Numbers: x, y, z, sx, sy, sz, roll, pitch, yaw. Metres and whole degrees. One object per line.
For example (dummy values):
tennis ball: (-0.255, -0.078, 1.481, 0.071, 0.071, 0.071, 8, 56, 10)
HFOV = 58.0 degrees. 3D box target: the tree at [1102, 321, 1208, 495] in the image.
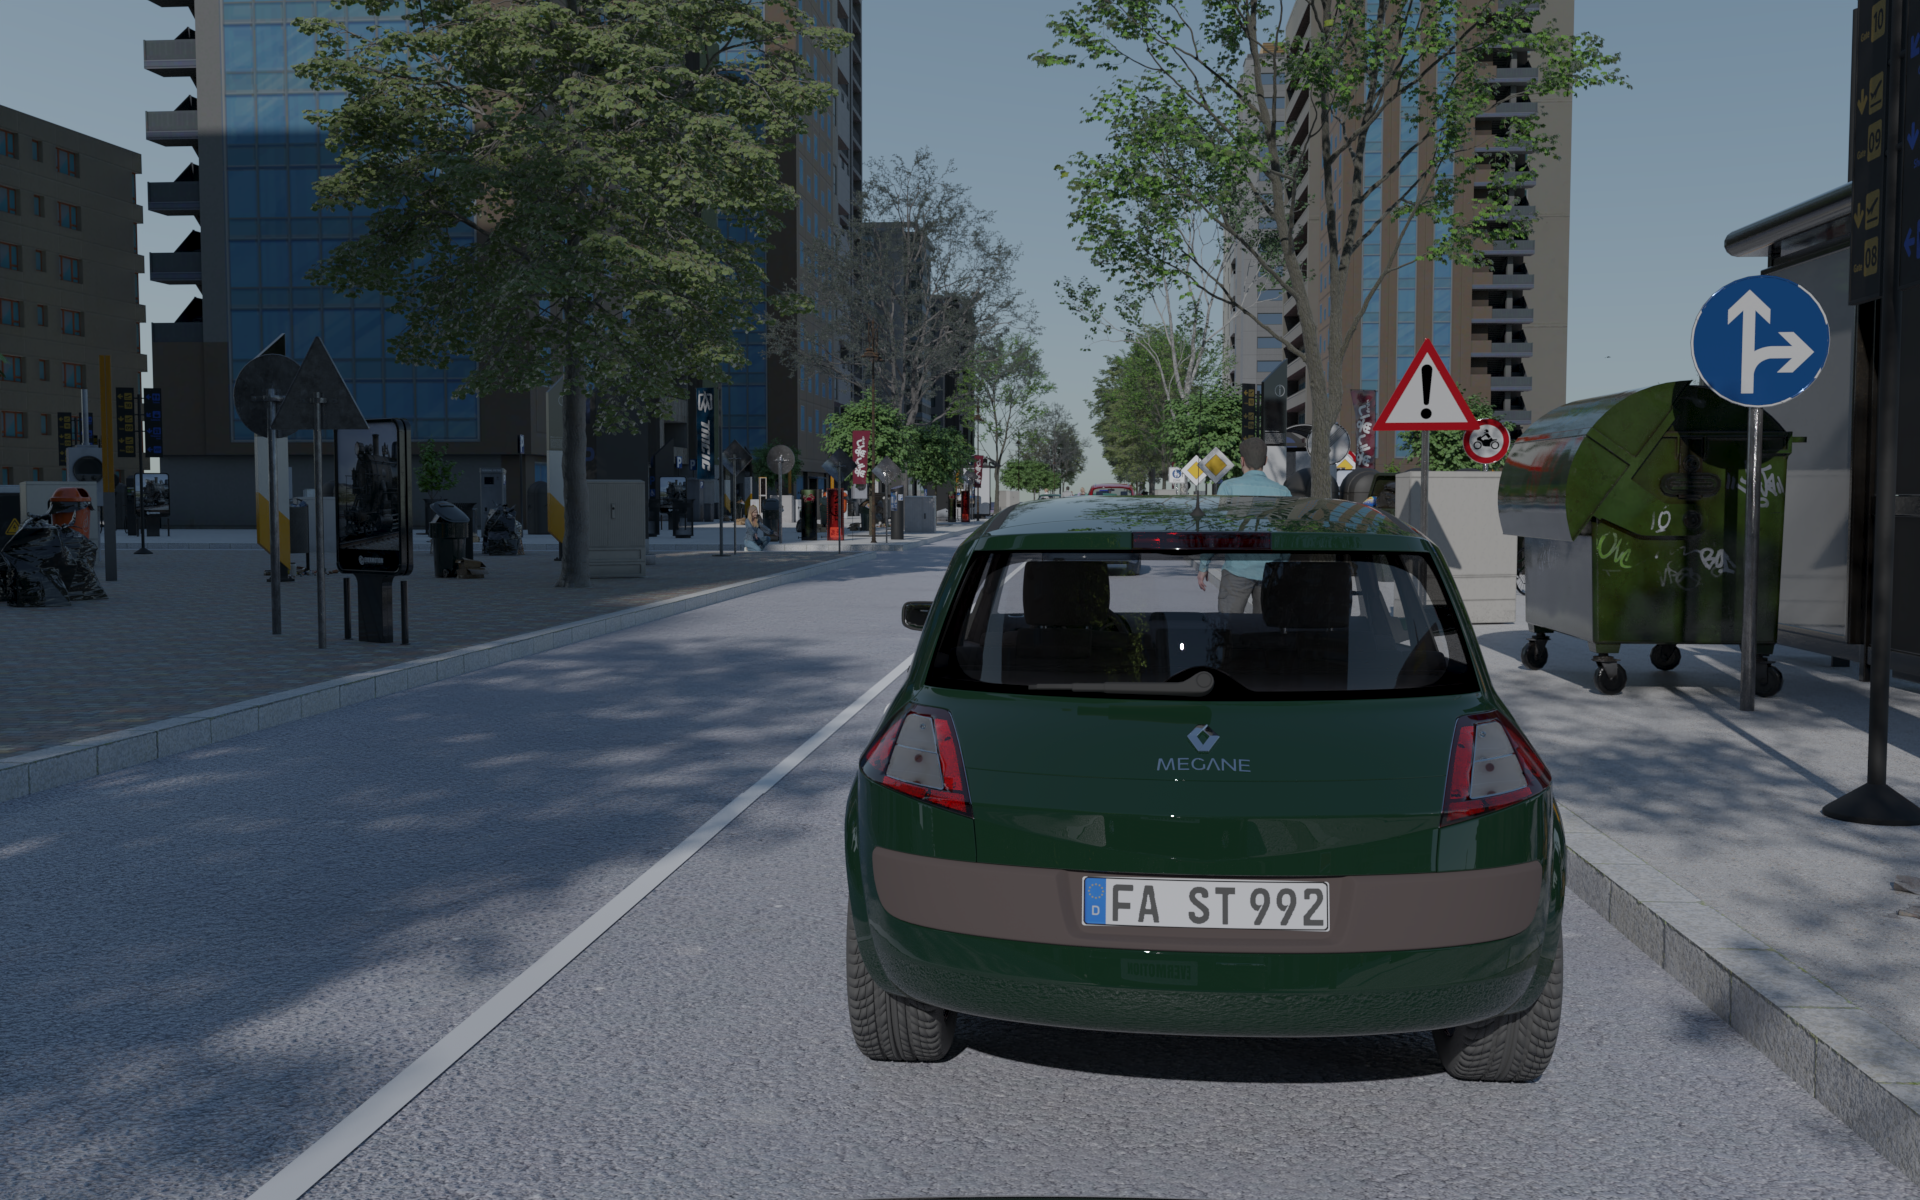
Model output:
tree: (13.174, -11.999, 114.316, 7.486, 12.596, 7.792, 0, 3, 0)

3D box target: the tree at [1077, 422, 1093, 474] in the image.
tree: (12.308, -19.409, 227.707, 12.009, 13.543, 11.850, 0, 3, 0)

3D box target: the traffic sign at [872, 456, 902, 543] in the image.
traffic sign: (-1.910, -2.537, 45.129, 0.795, 2.450, 0.064, 0, 4, 5)

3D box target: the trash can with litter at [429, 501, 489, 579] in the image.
trash can with litter: (-7.648, -0.929, 26.578, 1.055, 1.170, 0.624, 2, 4, 35)

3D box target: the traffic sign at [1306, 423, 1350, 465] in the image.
traffic sign: (6.507, -1.869, 30.671, 0.768, 2.556, 0.104, 0, 4, 7)

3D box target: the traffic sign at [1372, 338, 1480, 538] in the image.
traffic sign: (3.907, -0.891, 14.574, 0.884, 2.594, 0.081, 0, 4, 6)

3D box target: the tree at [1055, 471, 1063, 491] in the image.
tree: (6.154, -9.926, 145.996, 4.285, 4.588, 4.351, 0, 3, 0)

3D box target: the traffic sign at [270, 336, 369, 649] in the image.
traffic sign: (-5.298, -0.875, 14.315, 0.884, 2.594, 0.081, 1, 4, 10)

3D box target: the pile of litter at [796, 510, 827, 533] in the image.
pile of litter: (-4.942, -2.706, 58.201, 1.176, 0.858, 1.719, 1, 4, 21)

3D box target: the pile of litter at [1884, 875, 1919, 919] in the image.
pile of litter: (3.744, 0.533, 5.248, 1.719, 0.858, 1.176, 2, 4, 23)

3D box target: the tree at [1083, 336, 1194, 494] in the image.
tree: (14.463, -14.126, 137.609, 9.857, 13.997, 8.962, 0, 3, 0)

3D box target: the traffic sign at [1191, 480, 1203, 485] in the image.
traffic sign: (13.060, -5.845, 95.679, 0.768, 2.556, 0.104, 0, 4, 8)

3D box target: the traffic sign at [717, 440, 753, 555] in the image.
traffic sign: (-4.765, -2.170, 36.663, 0.795, 2.450, 0.064, 1, 4, 14)

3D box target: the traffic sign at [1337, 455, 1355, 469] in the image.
traffic sign: (10.786, -2.899, 48.579, 0.795, 2.450, 0.064, 1, 4, 10)

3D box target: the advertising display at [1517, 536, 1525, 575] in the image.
advertising display: (8.971, -1.370, 27.612, 0.123, 1.923, 0.974, 0, 4, -1)

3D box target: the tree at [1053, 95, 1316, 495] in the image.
tree: (10.660, -13.786, 81.295, 12.611, 20.169, 13.585, 0, 3, 0)

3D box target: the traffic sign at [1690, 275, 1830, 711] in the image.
traffic sign: (4.665, -0.616, 10.186, 0.768, 2.556, 0.104, 1, 4, 8)

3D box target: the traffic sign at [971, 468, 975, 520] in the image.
traffic sign: (0.589, -5.258, 86.081, 0.768, 2.556, 0.104, 0, 4, 5)

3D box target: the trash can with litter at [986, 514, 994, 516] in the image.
trash can with litter: (1.567, -5.457, 100.274, 1.678, 1.210, 2.233, 0, 4, 3)

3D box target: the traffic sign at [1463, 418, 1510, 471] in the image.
traffic sign: (8.837, -1.776, 29.149, 0.768, 2.556, 0.104, 1, 4, 11)

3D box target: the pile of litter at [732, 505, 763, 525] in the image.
pile of litter: (-8.858, -3.543, 71.890, 1.176, 0.858, 1.719, 3, 4, 37)

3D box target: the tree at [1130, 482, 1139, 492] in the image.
tree: (24.404, -15.384, 246.125, 1.663, 3.219, 1.824, 0, 3, 0)

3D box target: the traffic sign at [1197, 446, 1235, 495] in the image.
traffic sign: (5.379, -2.008, 36.479, 0.795, 2.450, 0.064, 0, 4, 5)

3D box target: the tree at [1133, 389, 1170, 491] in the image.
tree: (13.701, -10.516, 122.295, 4.737, 8.622, 4.395, 0, 3, 0)

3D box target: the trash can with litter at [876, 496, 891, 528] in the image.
trash can with litter: (-3.011, -3.423, 67.030, 1.678, 1.210, 2.233, 0, 4, 7)

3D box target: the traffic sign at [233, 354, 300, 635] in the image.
traffic sign: (-6.255, -0.958, 15.777, 0.768, 2.556, 0.104, 0, 4, 7)

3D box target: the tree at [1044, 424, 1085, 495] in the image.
tree: (16.323, -21.789, 274.378, 7.486, 12.596, 7.792, 0, 3, 0)

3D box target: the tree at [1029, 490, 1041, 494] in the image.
tree: (7.259, -10.485, 166.023, 1.663, 3.219, 1.824, 0, 3, 0)

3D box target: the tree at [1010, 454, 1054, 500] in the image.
tree: (4.681, -9.475, 138.628, 4.285, 4.588, 4.351, 0, 3, 0)

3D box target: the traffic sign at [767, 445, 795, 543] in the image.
traffic sign: (-4.661, -2.742, 44.933, 0.768, 2.556, 0.104, 1, 4, 15)

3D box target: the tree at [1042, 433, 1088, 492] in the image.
tree: (15.368, -19.891, 259.626, 8.767, 10.594, 7.601, 1, 4, 16)

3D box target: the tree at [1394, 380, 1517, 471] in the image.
tree: (14.399, -4.076, 50.355, 4.285, 4.588, 4.351, 0, 3, 0)

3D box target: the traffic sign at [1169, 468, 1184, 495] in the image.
traffic sign: (8.333, -3.942, 66.586, 0.606, 2.300, 0.079, 1, 4, 11)

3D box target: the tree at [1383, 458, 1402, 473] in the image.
tree: (23.298, -6.011, 92.881, 1.663, 3.219, 1.824, 0, 3, 0)

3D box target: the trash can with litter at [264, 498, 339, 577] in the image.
trash can with litter: (-10.298, -1.025, 27.821, 1.678, 1.210, 2.233, 2, 4, 25)

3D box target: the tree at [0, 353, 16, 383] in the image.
tree: (-5.832, -0.848, 8.472, 1.663, 3.219, 1.824, 0, 3, 0)

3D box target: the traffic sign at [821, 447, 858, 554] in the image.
traffic sign: (-2.585, -2.051, 37.173, 0.795, 2.450, 0.064, 0, 4, 5)

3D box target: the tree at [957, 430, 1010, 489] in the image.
tree: (-0.955, -5.324, 70.763, 4.285, 4.588, 4.351, 0, 3, 0)

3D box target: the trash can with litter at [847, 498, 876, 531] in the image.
trash can with litter: (-3.439, -2.982, 60.147, 1.055, 1.170, 0.624, 2, 4, 29)

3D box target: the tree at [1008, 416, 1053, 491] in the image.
tree: (6.362, -12.377, 152.733, 4.360, 8.622, 3.978, 0, 3, 0)

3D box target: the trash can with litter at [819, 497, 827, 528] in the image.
trash can with litter: (-4.947, -3.325, 65.758, 0.624, 1.170, 1.055, -2, 4, -25)

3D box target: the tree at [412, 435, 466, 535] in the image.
tree: (-16.731, -3.670, 54.610, 1.663, 3.219, 1.824, 0, 3, 0)

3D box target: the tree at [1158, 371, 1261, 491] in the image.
tree: (6.967, -3.839, 46.483, 4.285, 4.588, 4.351, 0, 3, 0)

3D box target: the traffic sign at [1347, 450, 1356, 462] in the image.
traffic sign: (10.835, -2.990, 48.991, 0.768, 2.556, 0.104, 1, 4, 9)

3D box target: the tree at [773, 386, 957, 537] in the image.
tree: (-2.793, -4.205, 52.459, 4.285, 4.588, 4.351, 0, 3, 0)

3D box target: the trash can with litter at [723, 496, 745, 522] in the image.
trash can with litter: (-10.638, -4.250, 80.874, 1.055, 1.170, 0.624, -2, 4, -32)

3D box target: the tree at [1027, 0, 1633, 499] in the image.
tree: (4.656, -5.889, 22.033, 9.928, 11.665, 9.643, 0, 3, 0)

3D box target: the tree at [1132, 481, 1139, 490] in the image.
tree: (22.953, -16.794, 224.943, 4.360, 8.622, 3.978, 0, 3, 0)

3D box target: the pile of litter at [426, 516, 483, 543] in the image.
pile of litter: (-13.276, -1.958, 45.978, 1.719, 0.858, 1.176, 1, 4, 17)

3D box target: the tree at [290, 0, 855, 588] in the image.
tree: (-5.365, -6.475, 23.995, 7.486, 12.596, 7.792, 0, 3, 0)

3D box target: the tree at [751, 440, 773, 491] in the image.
tree: (-10.518, -7.045, 98.891, 4.285, 4.588, 4.351, 0, 3, 0)

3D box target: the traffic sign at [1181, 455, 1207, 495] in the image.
traffic sign: (6.054, -2.495, 44.436, 0.795, 2.450, 0.064, 0, 4, 5)

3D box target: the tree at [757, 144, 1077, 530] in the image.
tree: (-1.982, -9.241, 61.453, 12.009, 13.543, 11.850, 0, 3, 0)

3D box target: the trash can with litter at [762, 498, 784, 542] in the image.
trash can with litter: (-5.049, -2.177, 46.975, 0.624, 1.170, 1.055, -1, 4, -10)

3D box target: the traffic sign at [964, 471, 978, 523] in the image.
traffic sign: (0.439, -4.643, 77.101, 0.795, 2.450, 0.064, 0, 4, 7)
